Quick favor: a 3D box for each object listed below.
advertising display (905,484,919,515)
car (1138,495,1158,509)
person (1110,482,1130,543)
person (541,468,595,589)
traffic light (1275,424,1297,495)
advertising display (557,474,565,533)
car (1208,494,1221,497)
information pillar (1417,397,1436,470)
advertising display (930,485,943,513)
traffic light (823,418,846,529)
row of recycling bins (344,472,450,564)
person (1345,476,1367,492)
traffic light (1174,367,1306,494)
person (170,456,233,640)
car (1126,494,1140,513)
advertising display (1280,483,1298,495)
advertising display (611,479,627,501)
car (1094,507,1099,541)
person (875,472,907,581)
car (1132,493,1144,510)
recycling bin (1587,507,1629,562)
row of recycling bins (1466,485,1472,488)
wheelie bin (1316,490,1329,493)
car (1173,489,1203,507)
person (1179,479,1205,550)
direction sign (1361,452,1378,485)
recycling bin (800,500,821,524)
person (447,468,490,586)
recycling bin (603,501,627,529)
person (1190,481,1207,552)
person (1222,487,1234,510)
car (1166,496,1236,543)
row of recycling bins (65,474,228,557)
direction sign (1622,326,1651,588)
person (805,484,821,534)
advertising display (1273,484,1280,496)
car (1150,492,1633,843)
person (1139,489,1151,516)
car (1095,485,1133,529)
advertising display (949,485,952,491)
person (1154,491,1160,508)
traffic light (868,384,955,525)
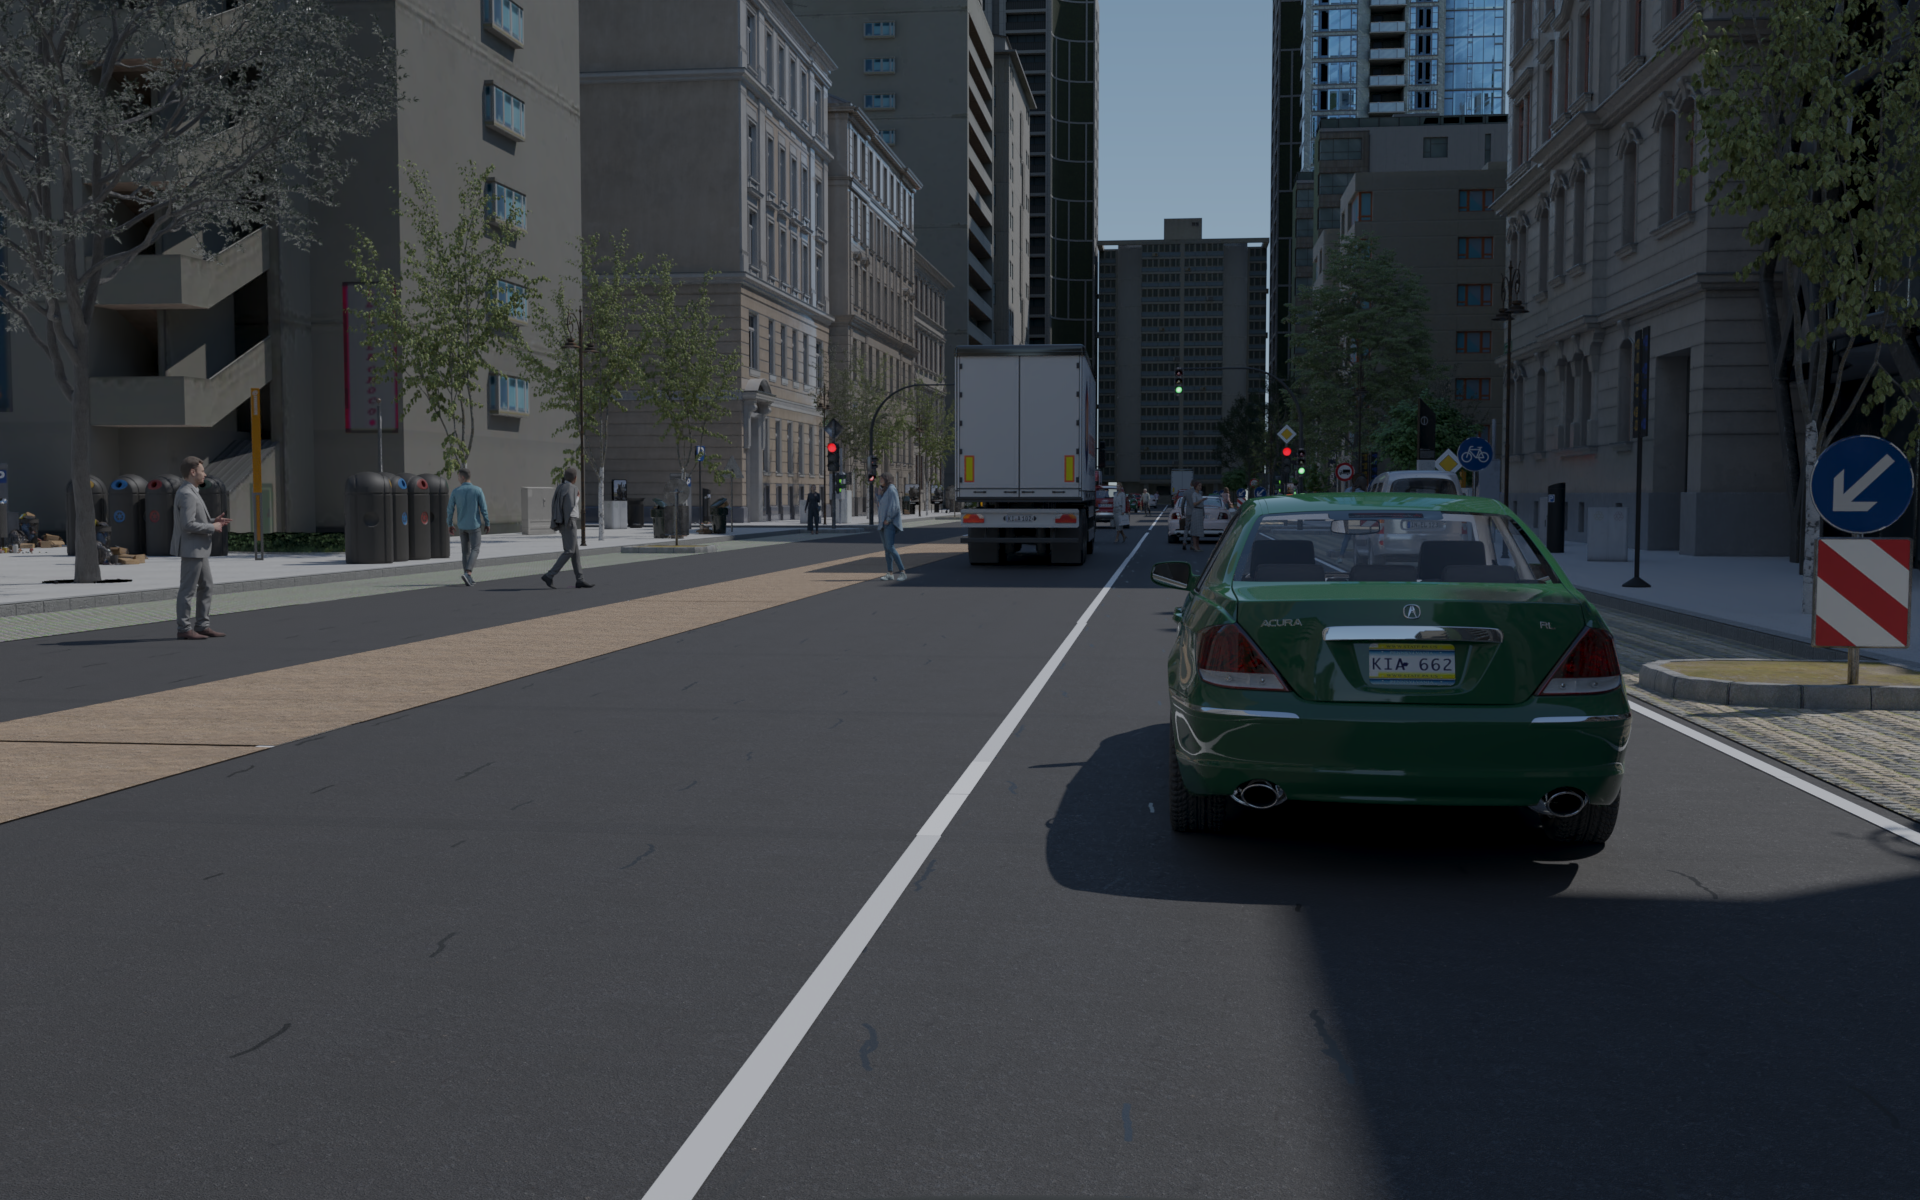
[{"bbox_3d":[-2.987,-6.326,108.641,0.974,1.923,0.123,1,4,13],"label":"advertising display"},{"bbox_3d":[18.722,-9.819,172.901,2.083,1.381,4.827,0,4,8],"label":"car"},{"bbox_3d":[4.721,-2.568,50.843,0.624,1.780,0.694,-1,4,-23],"label":"person"},{"bbox_3d":[-5.927,-1.077,26.207,0.850,1.850,0.679,-2,4,-28],"label":"person"},{"bbox_3d":[13.124,-4.945,69.774,0.839,4.253,0.868,0,4,7],"label":"traffic light"},{"bbox_3d":[-13.060,-3.153,56.763,0.123,1.923,0.974,-1,4,-21],"label":"advertising display"},{"bbox_3d":[27.592,-10.937,187.610,1.959,1.807,4.718,1,4,8],"label":"car"},{"bbox_3d":[11.320,-3.106,42.131,0.504,3.616,0.183,-1,4,-21],"label":"information pillar"},{"bbox_3d":[-1.603,-6.951,118.868,0.974,1.923,0.123,-2,4,-33],"label":"advertising display"},{"bbox_3d":[-4.647,-4.587,63.916,0.839,4.253,0.868,0,4,7],"label":"traffic light"},{"bbox_3d":[-10.826,-1.602,33.298,1.069,1.692,3.534,0,4,6],"label":"row of recycling bins"},{"bbox_3d":[8.073,-1.640,35.587,0.793,1.790,0.793,0,4,2],"label":"person"},{"bbox_3d":[10.050,-5.339,61.967,4.771,5.953,1.251,0,4,7],"label":"traffic light"},{"bbox_3d":[-7.480,-0.514,17.104,0.583,1.804,0.606,-2,4,-28],"label":"person"},{"bbox_3d":[12.903,-7.509,134.564,2.131,1.459,4.920,0,4,6],"label":"car"},{"bbox_3d":[19.745,-6.010,103.477,0.974,1.923,0.123,0,4,-8],"label":"advertising display"},{"bbox_3d":[-14.834,-4.294,75.416,0.123,1.923,0.974,2,4,25],"label":"advertising display"},{"bbox_3d":[2.976,-2.372,50.579,2.131,1.459,4.920,0,4,7],"label":"car"},{"bbox_3d":[-1.144,-1.225,28.792,0.793,1.790,0.793,3,4,37],"label":"person"},{"bbox_3d":[16.079,-9.239,160.091,2.155,1.783,4.494,0,4,7],"label":"car"},{"bbox_3d":[12.415,-1.263,33.204,0.722,1.027,0.722,1,4,20],"label":"recycling bin"},{"bbox_3d":[21.674,-4.212,75.977,3.534,1.692,1.069,-1,4,-20],"label":"row of recycling bins"},{"bbox_3d":[19.170,-5.135,91.861,0.980,1.594,0.693,0,4,-5],"label":"wheelie bin"},{"bbox_3d":[17.585,-7.648,133.711,2.281,1.827,5.304,1,4,8],"label":"car"},{"bbox_3d":[5.984,-2.204,44.661,0.709,1.813,0.853,1,4,19],"label":"person"},{"bbox_3d":[21.962,-6.176,92.967,0.876,3.537,0.379,0,4,-6],"label":"direction sign"},{"bbox_3d":[-6.503,-3.843,75.384,0.722,1.027,0.722,1,4,21],"label":"recycling bin"},{"bbox_3d":[-7.761,-1.151,27.175,0.638,1.841,0.748,1,4,9],"label":"person"},{"bbox_3d":[-12.648,-3.099,63.223,0.722,1.027,0.722,3,4,38],"label":"recycling bin"},{"bbox_3d":[6.006,-2.091,43.251,0.524,1.755,0.480,2,4,30],"label":"person"},{"bbox_3d":[12.570,-4.450,81.845,0.643,1.750,0.593,-2,4,-35],"label":"person"},{"bbox_3d":[7.169,-2.403,51.651,2.083,1.381,4.827,1,4,9],"label":"car"},{"bbox_3d":[-16.936,-1.772,36.085,3.534,1.692,1.069,1,4,8],"label":"row of recycling bins"},{"bbox_3d":[9.342,-1.946,23.810,0.379,3.537,0.876,1,4,10],"label":"direction sign"},{"bbox_3d":[-5.191,-3.196,61.168,0.576,1.772,0.534,-1,4,-12],"label":"person"},{"bbox_3d":[20.344,-6.404,109.924,0.974,1.923,0.123,-1,4,-17],"label":"advertising display"},{"bbox_3d":[1.996,0.193,8.638,2.131,1.459,4.920,1,4,8],"label":"car"},{"bbox_3d":[12.079,-6.374,113.205,0.782,1.767,0.515,2,4,30],"label":"person"},{"bbox_3d":[6.211,-3.974,73.648,2.281,1.827,5.304,0,4,5],"label":"car"},{"bbox_3d":[-0.623,-7.138,121.917,0.123,1.923,0.974,1,4,9],"label":"advertising display"},{"bbox_3d":[20.838,-10.640,183.398,0.756,1.711,0.436,-1,4,-14],"label":"person"},{"bbox_3d":[-1.573,-5.930,71.617,4.771,5.953,1.251,0,4,7],"label":"traffic light"}]
